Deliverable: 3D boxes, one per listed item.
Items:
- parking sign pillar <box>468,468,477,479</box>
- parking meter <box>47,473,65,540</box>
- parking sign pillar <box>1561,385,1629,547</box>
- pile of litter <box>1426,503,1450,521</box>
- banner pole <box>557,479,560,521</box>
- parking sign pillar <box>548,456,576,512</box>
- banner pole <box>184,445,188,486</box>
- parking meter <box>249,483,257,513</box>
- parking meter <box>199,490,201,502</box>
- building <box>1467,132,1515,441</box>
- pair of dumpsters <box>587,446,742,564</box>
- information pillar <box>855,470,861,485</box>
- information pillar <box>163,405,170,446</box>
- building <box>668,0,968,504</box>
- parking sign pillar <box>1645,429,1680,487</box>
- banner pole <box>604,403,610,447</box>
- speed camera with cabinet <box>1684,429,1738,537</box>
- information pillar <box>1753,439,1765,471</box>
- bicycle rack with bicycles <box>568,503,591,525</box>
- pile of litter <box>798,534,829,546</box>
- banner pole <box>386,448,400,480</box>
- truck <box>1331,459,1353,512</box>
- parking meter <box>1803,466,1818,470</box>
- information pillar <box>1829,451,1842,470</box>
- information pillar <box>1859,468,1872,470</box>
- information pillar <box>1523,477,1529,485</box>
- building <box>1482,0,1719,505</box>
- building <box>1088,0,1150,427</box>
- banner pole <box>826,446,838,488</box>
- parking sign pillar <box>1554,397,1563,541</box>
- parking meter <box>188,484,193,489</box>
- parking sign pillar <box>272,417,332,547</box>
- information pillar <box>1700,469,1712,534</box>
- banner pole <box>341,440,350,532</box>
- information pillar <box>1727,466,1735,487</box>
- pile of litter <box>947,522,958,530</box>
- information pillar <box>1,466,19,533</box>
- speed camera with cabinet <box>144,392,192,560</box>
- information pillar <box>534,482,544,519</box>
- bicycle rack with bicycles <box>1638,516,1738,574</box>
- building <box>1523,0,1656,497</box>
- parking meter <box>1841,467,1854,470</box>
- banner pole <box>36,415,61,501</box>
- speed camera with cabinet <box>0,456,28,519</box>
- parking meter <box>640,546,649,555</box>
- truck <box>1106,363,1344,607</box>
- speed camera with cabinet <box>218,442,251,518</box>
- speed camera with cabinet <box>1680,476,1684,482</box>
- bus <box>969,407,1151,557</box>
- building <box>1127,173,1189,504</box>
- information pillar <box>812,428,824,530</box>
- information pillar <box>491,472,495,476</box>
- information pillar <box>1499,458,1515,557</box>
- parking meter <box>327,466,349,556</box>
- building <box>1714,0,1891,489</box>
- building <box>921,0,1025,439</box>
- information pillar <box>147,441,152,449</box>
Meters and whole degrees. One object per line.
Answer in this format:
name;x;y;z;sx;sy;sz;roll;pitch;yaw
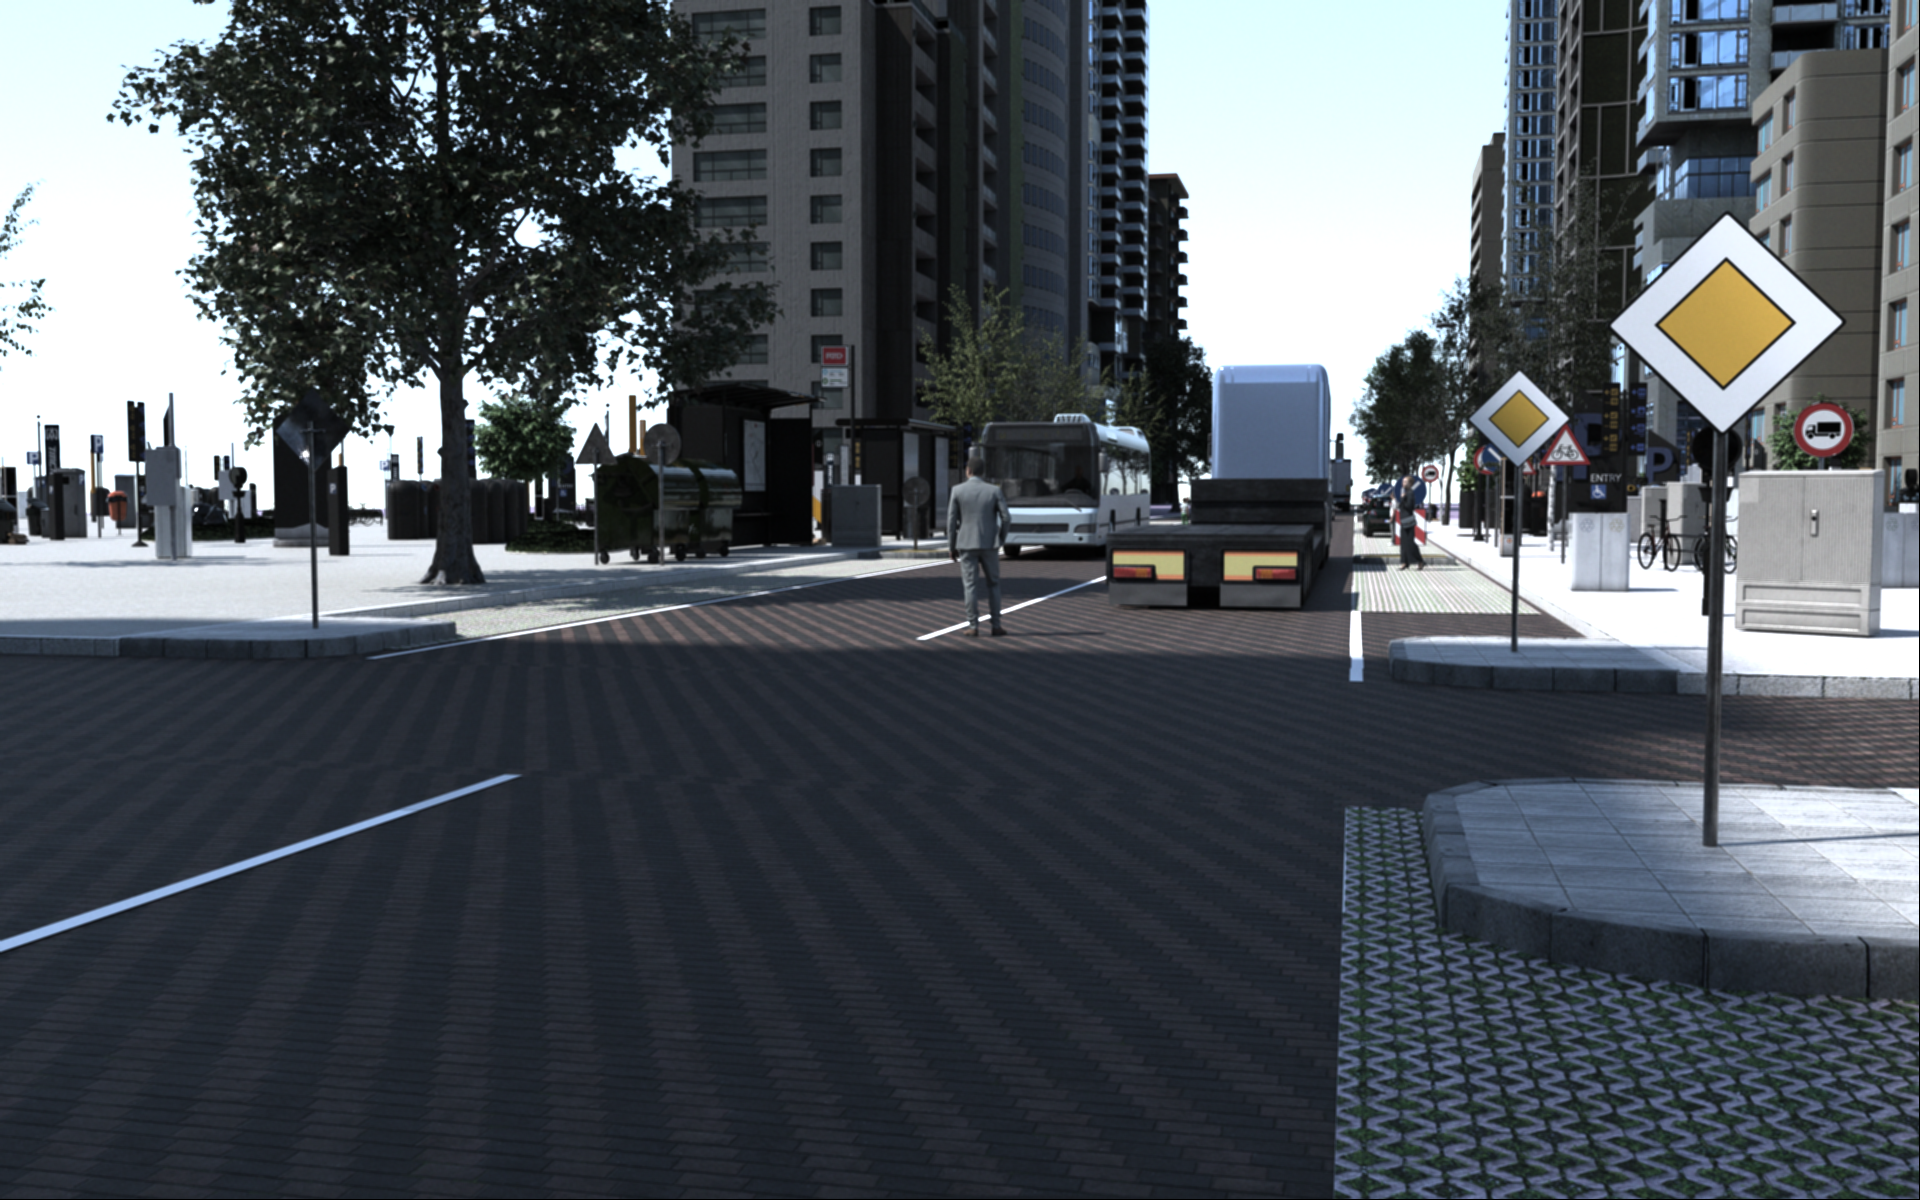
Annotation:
parking sign pillar;-25.074;-6.052;87.419;1.447;3.967;1.447;0;4;-7
parking meter;-25.140;-2.597;48.169;0.399;1.863;0.255;3;4;36
parking sign pillar;15.415;-3.260;41.771;1.447;3.967;1.447;1;4;22
pile of litter;22.692;-4.176;82.237;1.719;0.858;1.176;-2;4;-31
banner pole;-17.586;-5.246;75.796;0.401;3.779;0.863;0;4;-5
parking sign pillar;-19.485;-5.889;84.764;1.447;3.967;1.447;-2;4;-27
banner pole;-39.815;-6.061;89.117;0.401;3.779;0.863;-2;4;-30
parking meter;-36.522;-5.124;89.480;0.255;1.863;0.399;-3;5;-42
parking meter;-38.347;-4.813;87.101;0.372;1.533;0.369;0;3;0
building;78.259;-36.862;226.401;21.300;48.544;21.600;1;4;13
pair of dumpsters;-5.677;-1.901;33.577;1.574;2.255;4.437;1;4;13
information pillar;-4.311;-5.048;73.884;0.504;3.616;0.183;1;4;11
information pillar;-20.500;-3.276;44.910;0.183;3.616;0.504;0;4;-6
building;-7.885;-20.180;101.644;14.160;30.474;14.107;1;4;13
parking sign pillar;29.027;-5.084;71.596;1.447;3.967;1.447;3;5;42
banner pole;-9.749;-3.537;47.847;0.401;3.779;0.863;-1;4;-21
speed camera with cabinet;23.238;-3.567;52.651;2.038;3.252;0.660;2;4;32
information pillar;33.618;-4.992;72.973;0.183;3.616;0.504;-2;4;-26
bicycle rack with bicycles;-15.142;-3.559;71.572;2.852;0.926;2.925;1;4;22
pile of litter;-3.912;-1.830;43.889;1.176;0.858;1.719;0;4;5
banner pole;-31.090;-6.414;94.893;0.863;3.779;0.401;0;4;-3
truck;31.137;-9.453;143.466;2.839;4.237;11.283;1;4;12
parking meter;17.750;-1.853;36.013;0.399;1.863;0.255;0;4;7
information pillar;26.722;-3.763;52.872;0.504;3.616;0.183;-2;4;-28
information pillar;25.837;-2.750;49.455;0.304;2.012;0.304;2;4;32
information pillar;24.575;-4.344;75.518;0.304;2.012;0.304;2;4;35
building;71.789;-54.248;199.621;22.319;86.520;31.000;1;4;13
building;11.386;-54.389;201.936;22.319;86.520;31.000;1;4;13
banner pole;-6.594;-6.107;89.862;0.863;3.779;0.401;2;4;29
parking sign pillar;17.076;-3.633;47.874;1.447;3.967;1.447;2;4;30
parking meter;-44.998;-5.851;101.370;0.255;1.863;0.399;-2;4;-25
parking sign pillar;-16.005;-3.285;42.179;1.447;3.967;1.447;-1;4;-10
information pillar;16.199;-2.013;37.400;0.304;2.012;0.304;-2;4;-26
banner pole;-21.024;-4.224;59.074;0.401;3.779;0.863;-1;4;-12
information pillar;36.906;-5.599;82.903;0.183;3.616;0.504;0;4;-4
pile of litter;-0.748;-2.949;62.184;1.719;0.858;1.176;-1;4;-9
information pillar;-25.298;-2.545;46.105;0.304;2.012;0.304;3;5;43
speed camera with cabinet;-15.691;-2.445;34.310;0.660;3.252;2.038;-1;4;-17
information pillar;-14.994;-3.497;61.675;0.304;2.012;0.304;-1;4;-16
bicycle rack with bicycles;12.668;-0.913;28.305;2.852;0.926;2.925;0;4;4
building;55.944;-42.575;134.345;20.563;71.187;20.611;1;4;13
parking meter;19.089;-1.944;37.490;0.399;1.863;0.255;0;4;6
banner pole;-28.806;-3.956;54.700;0.863;3.779;0.401;0;4;-5
speed camera with cabinet;-49.117;-5.874;90.381;2.038;3.252;0.660;0;4;-5
parking meter;-6.655;-1.897;36.734;0.255;1.863;0.399;-1;4;-9
truck;5.107;-2.478;30.278;2.967;4.110;18.799;1;4;13
speed camera with cabinet;-27.881;-4.417;66.551;0.660;3.252;2.038;0;4;-5
speed camera with cabinet;29.483;-4.565;68.969;0.660;3.252;2.038;-2;4;-25
bus;2.794;-2.914;42.503;2.948;3.499;13.247;1;4;11
building;18.839;-35.342;232.459;22.147;44.769;28.867;1;4;13
information pillar;-5.061;-4.283;61.375;0.504;3.616;0.183;1;4;10
information pillar;-25.777;-6.415;96.237;0.504;3.616;0.183;-1;4;-20
information pillar;11.171;-1.882;35.255;0.304;2.012;0.304;0;4;7
parking meter;-12.987;-1.863;36.165;0.399;1.863;0.255;2;4;33
building;51.496;-48.632;107.809;22.319;86.520;31.000;1;4;13
building;-3.886;-26.413;115.444;14.154;41.232;14.086;1;4;13
information pillar;-35.527;-5.178;76.012;0.183;3.616;0.504;-3;5;-40
